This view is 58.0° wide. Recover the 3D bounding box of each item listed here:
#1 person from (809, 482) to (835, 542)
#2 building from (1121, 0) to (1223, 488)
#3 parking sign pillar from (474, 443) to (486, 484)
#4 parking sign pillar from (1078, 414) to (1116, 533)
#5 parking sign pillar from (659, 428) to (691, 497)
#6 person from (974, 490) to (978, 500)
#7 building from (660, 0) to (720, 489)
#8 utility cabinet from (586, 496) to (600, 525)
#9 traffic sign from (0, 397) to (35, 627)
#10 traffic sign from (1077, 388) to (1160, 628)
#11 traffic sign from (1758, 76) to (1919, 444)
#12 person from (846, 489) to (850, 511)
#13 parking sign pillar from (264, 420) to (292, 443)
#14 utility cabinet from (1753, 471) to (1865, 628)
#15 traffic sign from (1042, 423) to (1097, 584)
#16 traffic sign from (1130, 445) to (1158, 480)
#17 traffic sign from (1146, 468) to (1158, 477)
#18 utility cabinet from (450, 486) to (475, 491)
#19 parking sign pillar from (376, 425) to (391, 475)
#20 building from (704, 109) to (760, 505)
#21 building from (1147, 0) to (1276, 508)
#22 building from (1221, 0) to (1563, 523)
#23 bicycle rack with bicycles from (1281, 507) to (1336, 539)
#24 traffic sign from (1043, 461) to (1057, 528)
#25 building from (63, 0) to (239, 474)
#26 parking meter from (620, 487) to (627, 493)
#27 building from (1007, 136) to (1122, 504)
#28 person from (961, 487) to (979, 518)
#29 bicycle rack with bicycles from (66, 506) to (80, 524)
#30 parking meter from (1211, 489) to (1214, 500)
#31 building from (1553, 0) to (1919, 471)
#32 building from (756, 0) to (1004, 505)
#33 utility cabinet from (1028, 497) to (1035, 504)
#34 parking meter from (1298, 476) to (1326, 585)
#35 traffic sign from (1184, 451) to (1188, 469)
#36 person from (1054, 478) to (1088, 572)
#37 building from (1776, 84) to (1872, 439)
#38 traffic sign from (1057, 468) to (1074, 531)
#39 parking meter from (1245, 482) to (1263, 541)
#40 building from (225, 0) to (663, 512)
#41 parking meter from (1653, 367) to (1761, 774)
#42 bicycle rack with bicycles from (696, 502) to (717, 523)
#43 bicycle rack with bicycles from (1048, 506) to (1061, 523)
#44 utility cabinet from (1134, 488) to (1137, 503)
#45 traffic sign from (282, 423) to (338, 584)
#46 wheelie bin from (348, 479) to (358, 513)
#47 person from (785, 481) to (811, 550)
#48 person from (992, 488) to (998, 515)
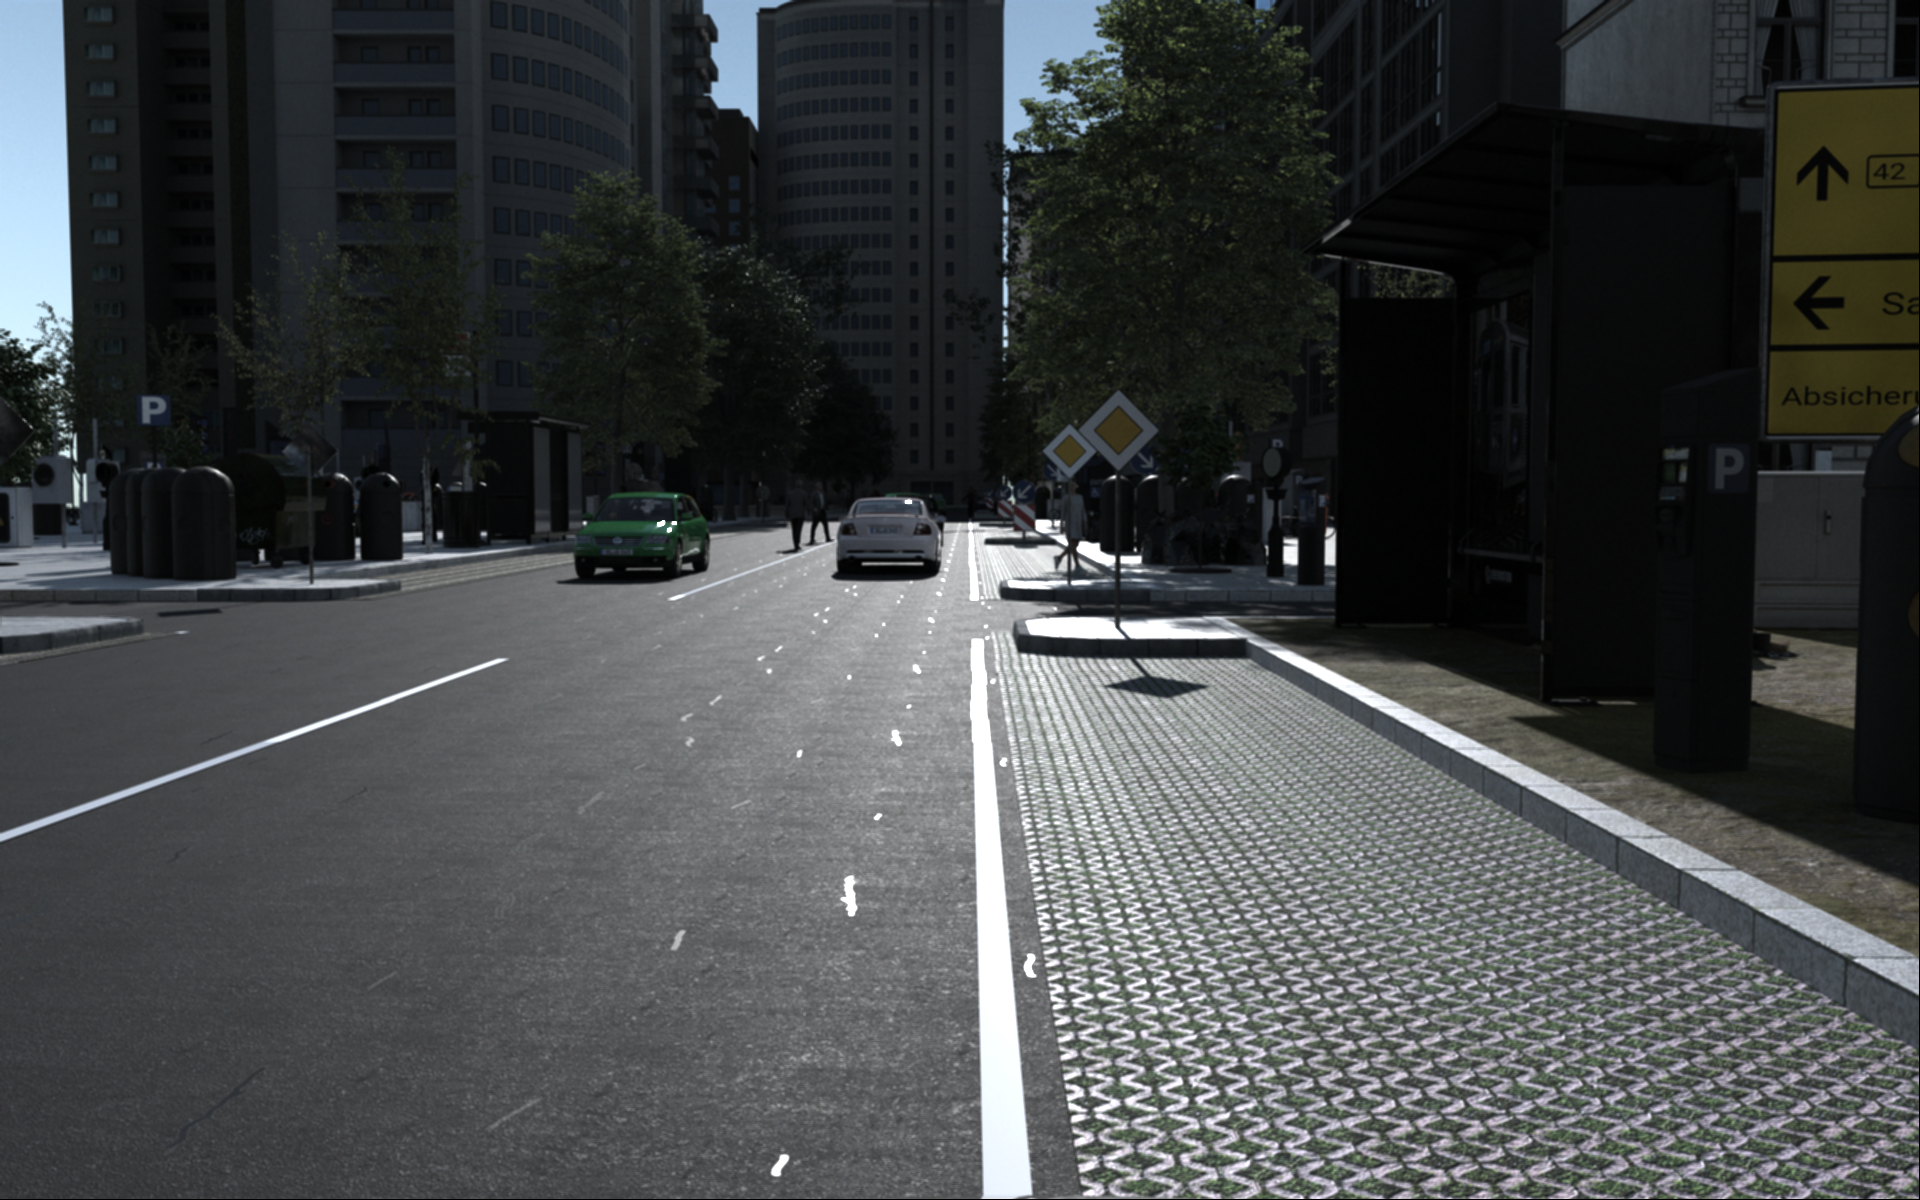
[{"bbox_3d":[-4.112,-2.592,51.277,0.834,1.777,0.661,3,4,37],"label":"person"},{"bbox_3d":[25.885,-32.383,153.172,21.300,48.544,21.600,0,4,0],"label":"building"},{"bbox_3d":[-19.372,-5.077,71.484,1.447,3.967,1.447,-1,4,-10],"label":"parking sign pillar"},{"bbox_3d":[4.597,-4.239,57.775,1.447,3.967,1.447,2,4,30],"label":"parking sign pillar"},{"bbox_3d":[-11.634,-5.030,70.718,1.447,3.967,1.447,-3,5,-44],"label":"parking sign pillar"},{"bbox_3d":[1.399,-9.458,163.239,1.348,1.812,0.705,2,4,25],"label":"person"},{"bbox_3d":[-37.028,-32.570,152.130,30.456,49.044,23.786,0,4,0],"label":"building"},{"bbox_3d":[-12.857,-3.027,60.646,0.306,1.237,1.020,0,4,-2],"label":"utility cabinet"},{"bbox_3d":[-9.284,-0.796,16.656,0.795,2.450,0.064,0,4,0],"label":"traffic sign"},{"bbox_3d":[1.510,-0.791,16.582,0.795,2.450,0.064,0,4,0],"label":"traffic sign"},{"bbox_3d":[5.102,-0.895,8.498,2.265,3.308,0.079,1,4,9],"label":"traffic sign"},{"bbox_3d":[-8.901,-7.865,137.100,0.705,1.823,1.348,-1,4,-9],"label":"person"},{"bbox_3d":[-24.740,-4.587,63.466,1.447,3.967,1.447,2,4,35],"label":"parking sign pillar"},{"bbox_3d":[8.076,-0.474,16.437,1.173,1.500,0.318,0,4,6],"label":"utility cabinet"},{"bbox_3d":[1.550,-1.280,24.567,0.795,2.450,0.064,0,4,0],"label":"traffic sign"},{"bbox_3d":[4.796,-2.745,44.987,0.768,2.556,0.104,0,4,4],"label":"traffic sign"},{"bbox_3d":[6.426,-3.539,57.974,0.768,2.556,0.104,0,4,4],"label":"traffic sign"},{"bbox_3d":[-13.935,-2.454,48.796,0.318,1.500,1.173,-3,5,-43],"label":"utility cabinet"},{"bbox_3d":[-22.194,-4.788,66.757,1.447,3.967,1.447,-1,4,-22],"label":"parking sign pillar"},{"bbox_3d":[-30.606,-33.717,201.384,14.200,45.320,14.600,0,4,0],"label":"building"},{"bbox_3d":[26.522,-49.730,125.758,22.319,86.520,31.000,0,4,0],"label":"building"},{"bbox_3d":[21.757,-17.943,86.871,14.314,27.812,24.014,0,4,0],"label":"building"},{"bbox_3d":[9.458,-2.256,50.270,2.925,0.926,2.852,2,4,24],"label":"bicycle rack with bicycles"},{"bbox_3d":[3.518,-4.000,65.510,0.768,2.556,0.104,1,4,10],"label":"traffic sign"},{"bbox_3d":[-63.050,-32.398,153.405,21.600,48.544,21.300,0,4,0],"label":"building"},{"bbox_3d":[-12.514,-3.412,64.204,0.372,1.533,0.369,0,3,0],"label":"parking meter"},{"bbox_3d":[12.592,-31.637,200.855,14.086,41.232,14.154,0,4,0],"label":"building"},{"bbox_3d":[0.620,-5.712,101.853,1.348,1.831,0.705,3,4,39],"label":"person"},{"bbox_3d":[-38.553,-3.763,74.906,2.852,0.926,2.925,1,4,21],"label":"bicycle rack with bicycles"},{"bbox_3d":[12.879,-4.939,89.158,0.372,1.533,0.369,0,3,0],"label":"parking meter"},{"bbox_3d":[24.478,-10.744,40.288,19.286,19.102,10.561,0,4,0],"label":"building"},{"bbox_3d":[-9.121,-40.471,203.694,28.212,58.520,21.231,0,4,0],"label":"building"},{"bbox_3d":[4.303,-5.357,96.273,0.318,1.500,1.173,3,5,43],"label":"utility cabinet"},{"bbox_3d":[4.965,-0.981,24.449,0.372,1.533,0.369,0,3,0],"label":"parking meter"},{"bbox_3d":[5.998,-2.770,45.394,0.768,2.556,0.104,0,4,7],"label":"traffic sign"},{"bbox_3d":[2.035,-1.389,31.958,0.760,1.731,0.466,2,4,32],"label":"person"},{"bbox_3d":[65.436,-32.371,152.959,21.600,48.544,21.300,0,4,0],"label":"building"},{"bbox_3d":[3.612,-3.502,59.395,0.606,2.300,0.079,1,4,10],"label":"traffic sign"},{"bbox_3d":[6.020,-1.658,35.515,0.372,1.533,0.369,0,3,0],"label":"parking meter"},{"bbox_3d":[-32.558,-34.964,113.663,21.231,58.520,28.212,0,4,0],"label":"building"},{"bbox_3d":[3.457,-0.143,8.046,0.399,1.863,0.255,-1,4,-16],"label":"parking meter"},{"bbox_3d":[-11.847,-3.864,76.561,2.852,0.926,2.925,3,5,39],"label":"bicycle rack with bicycles"},{"bbox_3d":[5.400,-3.931,77.648,2.925,0.926,2.852,-1,4,-10],"label":"bicycle rack with bicycles"},{"bbox_3d":[6.984,-3.666,68.624,0.318,1.500,1.173,-1,4,-18],"label":"utility cabinet"},{"bbox_3d":[-9.244,-1.284,24.641,0.795,2.450,0.064,0,4,0],"label":"traffic sign"},{"bbox_3d":[-13.303,-1.765,36.772,0.980,1.594,0.693,-2,4,-25],"label":"wheelie bin"},{"bbox_3d":[-4.184,-2.201,44.887,0.661,1.777,0.834,0,4,5],"label":"person"},{"bbox_3d":[2.394,-6.692,117.901,0.705,1.826,1.348,-1,4,-10],"label":"person"}]
